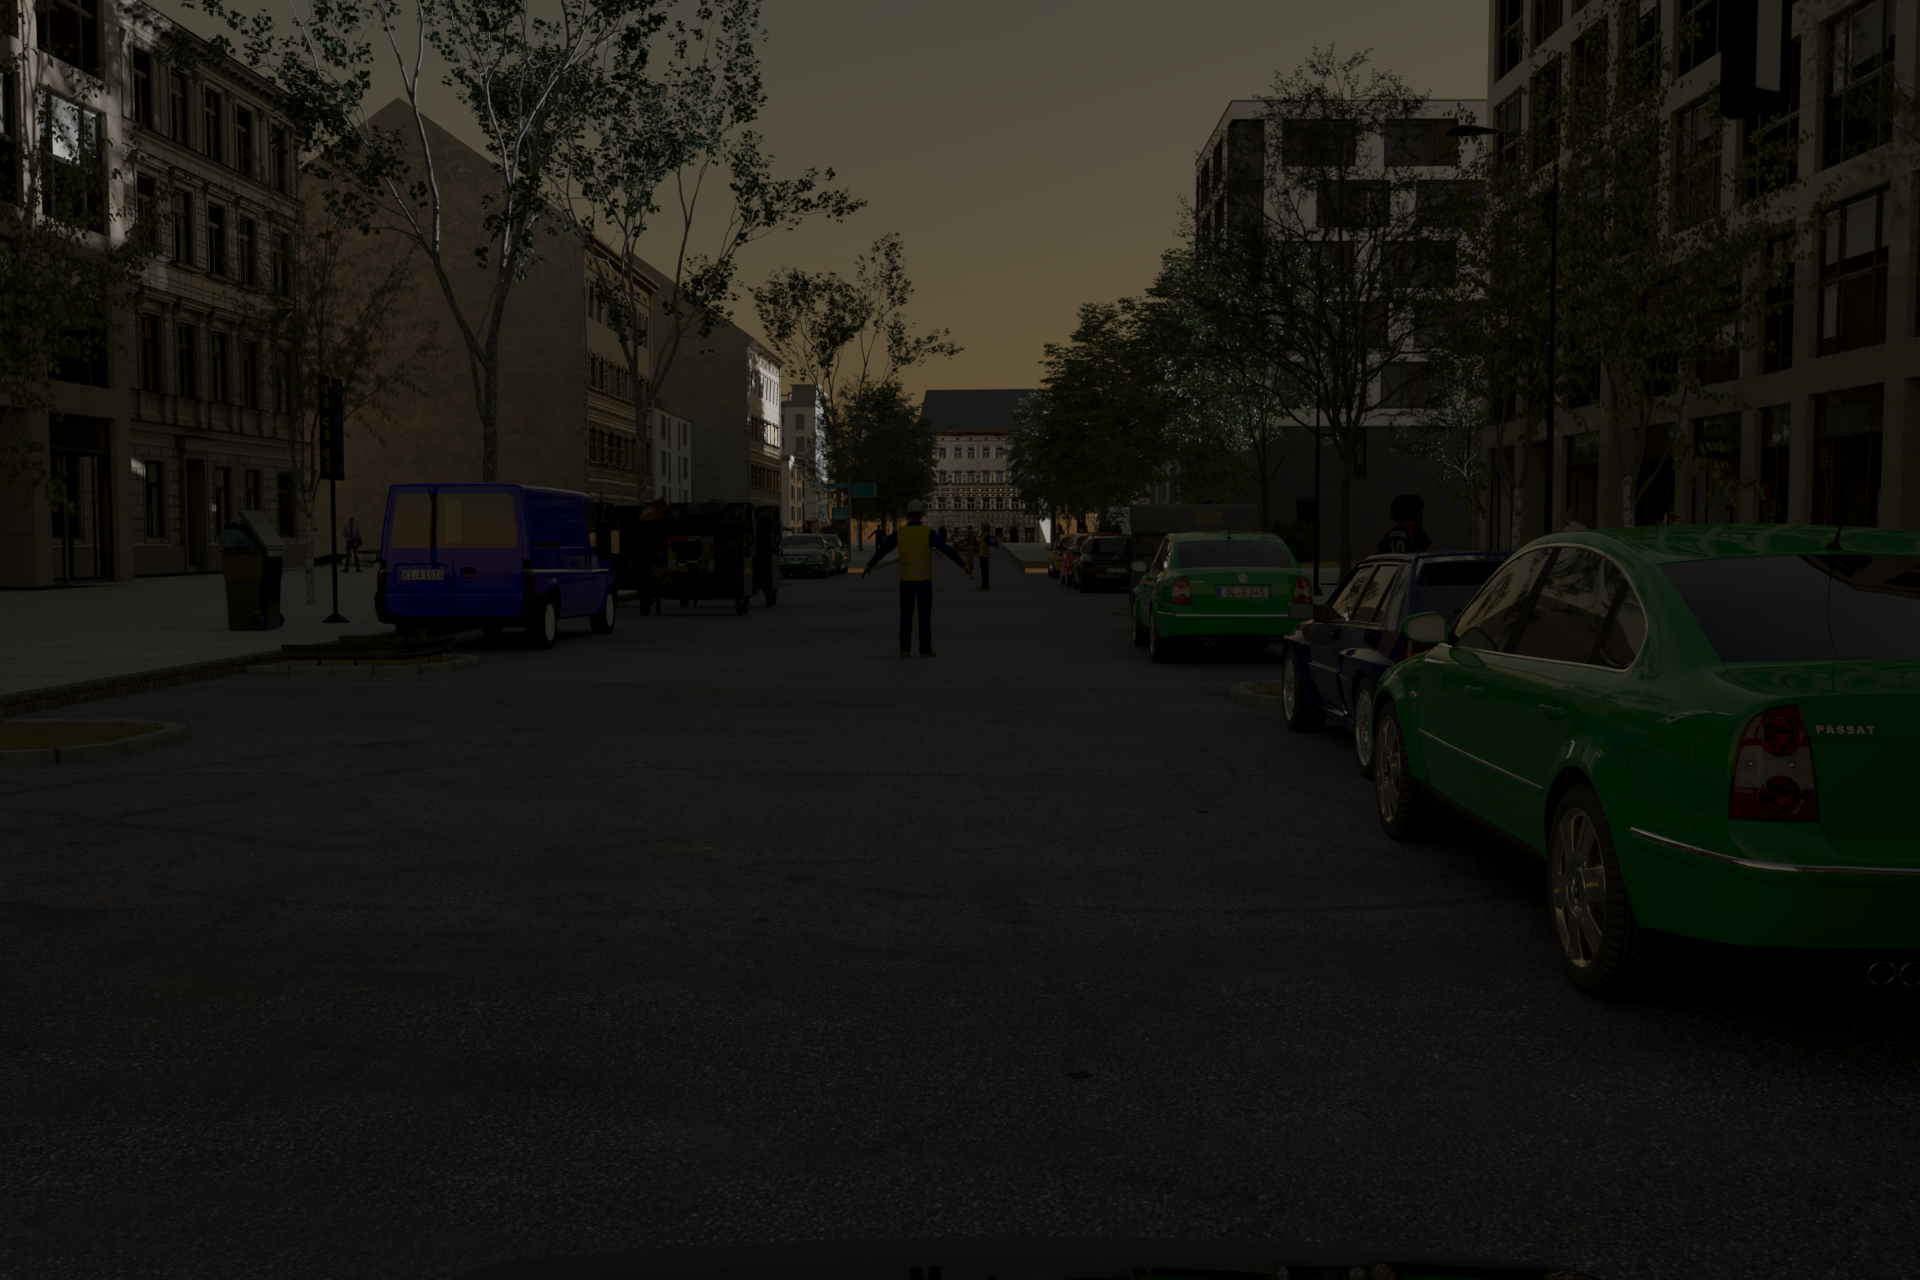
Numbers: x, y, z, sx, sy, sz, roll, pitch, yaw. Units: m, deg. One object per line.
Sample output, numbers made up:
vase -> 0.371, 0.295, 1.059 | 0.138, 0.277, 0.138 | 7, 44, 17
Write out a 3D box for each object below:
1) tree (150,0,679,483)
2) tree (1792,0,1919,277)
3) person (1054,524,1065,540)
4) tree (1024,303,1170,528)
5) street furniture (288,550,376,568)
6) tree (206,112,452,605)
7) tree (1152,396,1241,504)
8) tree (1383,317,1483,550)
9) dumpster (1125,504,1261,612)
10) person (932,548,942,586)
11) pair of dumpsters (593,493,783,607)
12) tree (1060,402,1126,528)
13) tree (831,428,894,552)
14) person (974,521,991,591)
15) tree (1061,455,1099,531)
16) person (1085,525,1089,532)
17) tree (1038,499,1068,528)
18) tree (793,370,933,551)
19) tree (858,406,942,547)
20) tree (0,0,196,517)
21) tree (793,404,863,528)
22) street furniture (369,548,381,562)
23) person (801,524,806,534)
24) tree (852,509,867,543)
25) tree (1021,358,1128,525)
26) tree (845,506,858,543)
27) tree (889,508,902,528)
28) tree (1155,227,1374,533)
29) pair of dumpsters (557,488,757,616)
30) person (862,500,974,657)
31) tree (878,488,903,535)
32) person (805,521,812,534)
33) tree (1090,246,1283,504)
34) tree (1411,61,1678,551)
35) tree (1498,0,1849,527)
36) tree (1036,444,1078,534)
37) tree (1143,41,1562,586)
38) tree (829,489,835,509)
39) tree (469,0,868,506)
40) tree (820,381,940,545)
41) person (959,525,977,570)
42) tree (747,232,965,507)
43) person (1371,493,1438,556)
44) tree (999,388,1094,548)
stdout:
tree -> -12.891, -11.473, 43.468 | 12.611, 20.169, 13.585 | 0, 3, 0
tree -> 9.344, -3.847, 13.257 | 4.360, 8.622, 3.978 | 0, 3, 0
person -> 5.772, -5.786, 100.368 | 0.705, 1.858, 1.354 | -1, 4, -17
tree -> 7.007, -10.234, 85.451 | 7.486, 12.596, 7.792 | 0, 3, 0
street furniture -> -26.675, -3.361, 70.586 | 5.734, 0.657, 10.072 | -1, 4, -23
tree -> -11.937, -4.931, 30.988 | 4.360, 8.622, 3.978 | 0, 3, 0
tree -> 10.159, -7.820, 78.215 | 4.360, 8.622, 3.978 | 0, 3, 0
tree -> 21.433, -8.395, 71.672 | 7.601, 10.594, 8.767 | -3, 5, -44
dumpster -> 3.330, -1.013, 24.777 | 1.865, 1.857, 1.264 | 0, 4, 1
person -> -0.880, -2.206, 47.792 | 0.599, 1.433, 0.991 | 3, 5, 44
pair of dumpsters -> -5.762, -1.791, 34.232 | 4.436, 2.255, 1.574 | 0, 4, 1
tree -> 7.590, -8.801, 94.262 | 4.737, 8.622, 4.395 | 0, 3, 0
tree -> -7.331, -10.434, 120.956 | 4.360, 8.622, 3.978 | 0, 3, 0
person -> 0.542, -2.125, 43.669 | 0.721, 1.772, 1.216 | -1, 4, -13
tree -> 8.148, -10.398, 120.363 | 4.360, 8.622, 3.978 | 0, 3, 0
person -> 7.494, -5.950, 103.465 | 0.705, 1.806, 1.347 | 0, 4, 3
tree -> 9.483, -13.182, 165.879 | 4.360, 8.622, 3.978 | 0, 3, 0
tree -> -7.499, -13.433, 130.000 | 12.009, 13.543, 11.850 | 0, 3, 0
tree -> -6.552, -16.149, 170.687 | 9.857, 13.997, 8.962 | 0, 3, 0
tree -> -12.216, -4.365, 21.737 | 4.737, 8.622, 4.395 | 0, 3, 0
tree -> -7.332, -9.043, 98.218 | 4.360, 8.622, 3.978 | 0, 3, 0
street furniture -> -24.877, -4.611, 82.241 | 11.010, 1.723, 9.812 | 0, 4, -3
person -> -8.540, -5.389, 94.252 | 0.704, 1.812, 1.346 | -1, 4, -16
tree -> -14.202, -19.047, 261.774 | 4.360, 8.622, 3.978 | 0, 3, 0
tree -> 7.876, -11.885, 112.451 | 7.486, 12.596, 7.792 | 0, 3, 0
tree -> -15.045, -18.653, 255.335 | 4.360, 8.622, 3.978 | 0, 3, 0
tree -> -9.162, -18.926, 259.801 | 4.737, 8.622, 4.395 | 0, 3, 0
tree -> 10.335, -8.139, 58.831 | 9.928, 11.665, 9.643 | 0, 3, 0
pair of dumpsters -> -5.869, -1.568, 30.595 | 4.436, 2.255, 1.574 | 0, 4, 1
person -> -0.511, -0.723, 20.242 | 1.349, 1.833, 0.705 | 1, 4, 11
tree -> -6.309, -12.415, 153.350 | 4.360, 8.622, 3.978 | 0, 3, 0
person -> -6.019, -3.869, 69.490 | 0.704, 1.802, 1.346 | 0, 4, -1
tree -> 9.117, -9.248, 69.336 | 7.486, 12.596, 7.792 | 0, 3, 0
tree -> 9.232, -4.759, 28.168 | 4.737, 8.622, 4.395 | 0, 3, 0
tree -> 8.967, -4.428, 22.761 | 4.737, 8.622, 4.395 | 0, 3, 0
tree -> 8.104, -10.735, 125.886 | 4.360, 8.622, 3.978 | 0, 3, 0
tree -> 9.637, -8.118, 43.099 | 12.009, 13.543, 11.850 | 0, 3, 0
tree -> -23.346, -21.524, 262.290 | 12.009, 13.543, 11.850 | 0, 3, 0
tree -> -9.661, -12.415, 58.868 | 12.611, 20.169, 13.585 | 0, 3, 0
tree -> -6.484, -14.517, 144.000 | 9.857, 13.997, 8.962 | 0, 3, 0
person -> 0.375, -3.692, 69.096 | 0.705, 1.796, 1.348 | 2, 4, 30
tree -> -6.514, -15.450, 108.503 | 12.611, 20.169, 13.585 | 0, 3, 0
person -> 4.417, -0.515, 17.018 | 0.704, 1.843, 1.345 | -2, 4, -31
tree -> 8.216, -14.860, 149.616 | 9.857, 13.997, 8.962 | 0, 3, 0
